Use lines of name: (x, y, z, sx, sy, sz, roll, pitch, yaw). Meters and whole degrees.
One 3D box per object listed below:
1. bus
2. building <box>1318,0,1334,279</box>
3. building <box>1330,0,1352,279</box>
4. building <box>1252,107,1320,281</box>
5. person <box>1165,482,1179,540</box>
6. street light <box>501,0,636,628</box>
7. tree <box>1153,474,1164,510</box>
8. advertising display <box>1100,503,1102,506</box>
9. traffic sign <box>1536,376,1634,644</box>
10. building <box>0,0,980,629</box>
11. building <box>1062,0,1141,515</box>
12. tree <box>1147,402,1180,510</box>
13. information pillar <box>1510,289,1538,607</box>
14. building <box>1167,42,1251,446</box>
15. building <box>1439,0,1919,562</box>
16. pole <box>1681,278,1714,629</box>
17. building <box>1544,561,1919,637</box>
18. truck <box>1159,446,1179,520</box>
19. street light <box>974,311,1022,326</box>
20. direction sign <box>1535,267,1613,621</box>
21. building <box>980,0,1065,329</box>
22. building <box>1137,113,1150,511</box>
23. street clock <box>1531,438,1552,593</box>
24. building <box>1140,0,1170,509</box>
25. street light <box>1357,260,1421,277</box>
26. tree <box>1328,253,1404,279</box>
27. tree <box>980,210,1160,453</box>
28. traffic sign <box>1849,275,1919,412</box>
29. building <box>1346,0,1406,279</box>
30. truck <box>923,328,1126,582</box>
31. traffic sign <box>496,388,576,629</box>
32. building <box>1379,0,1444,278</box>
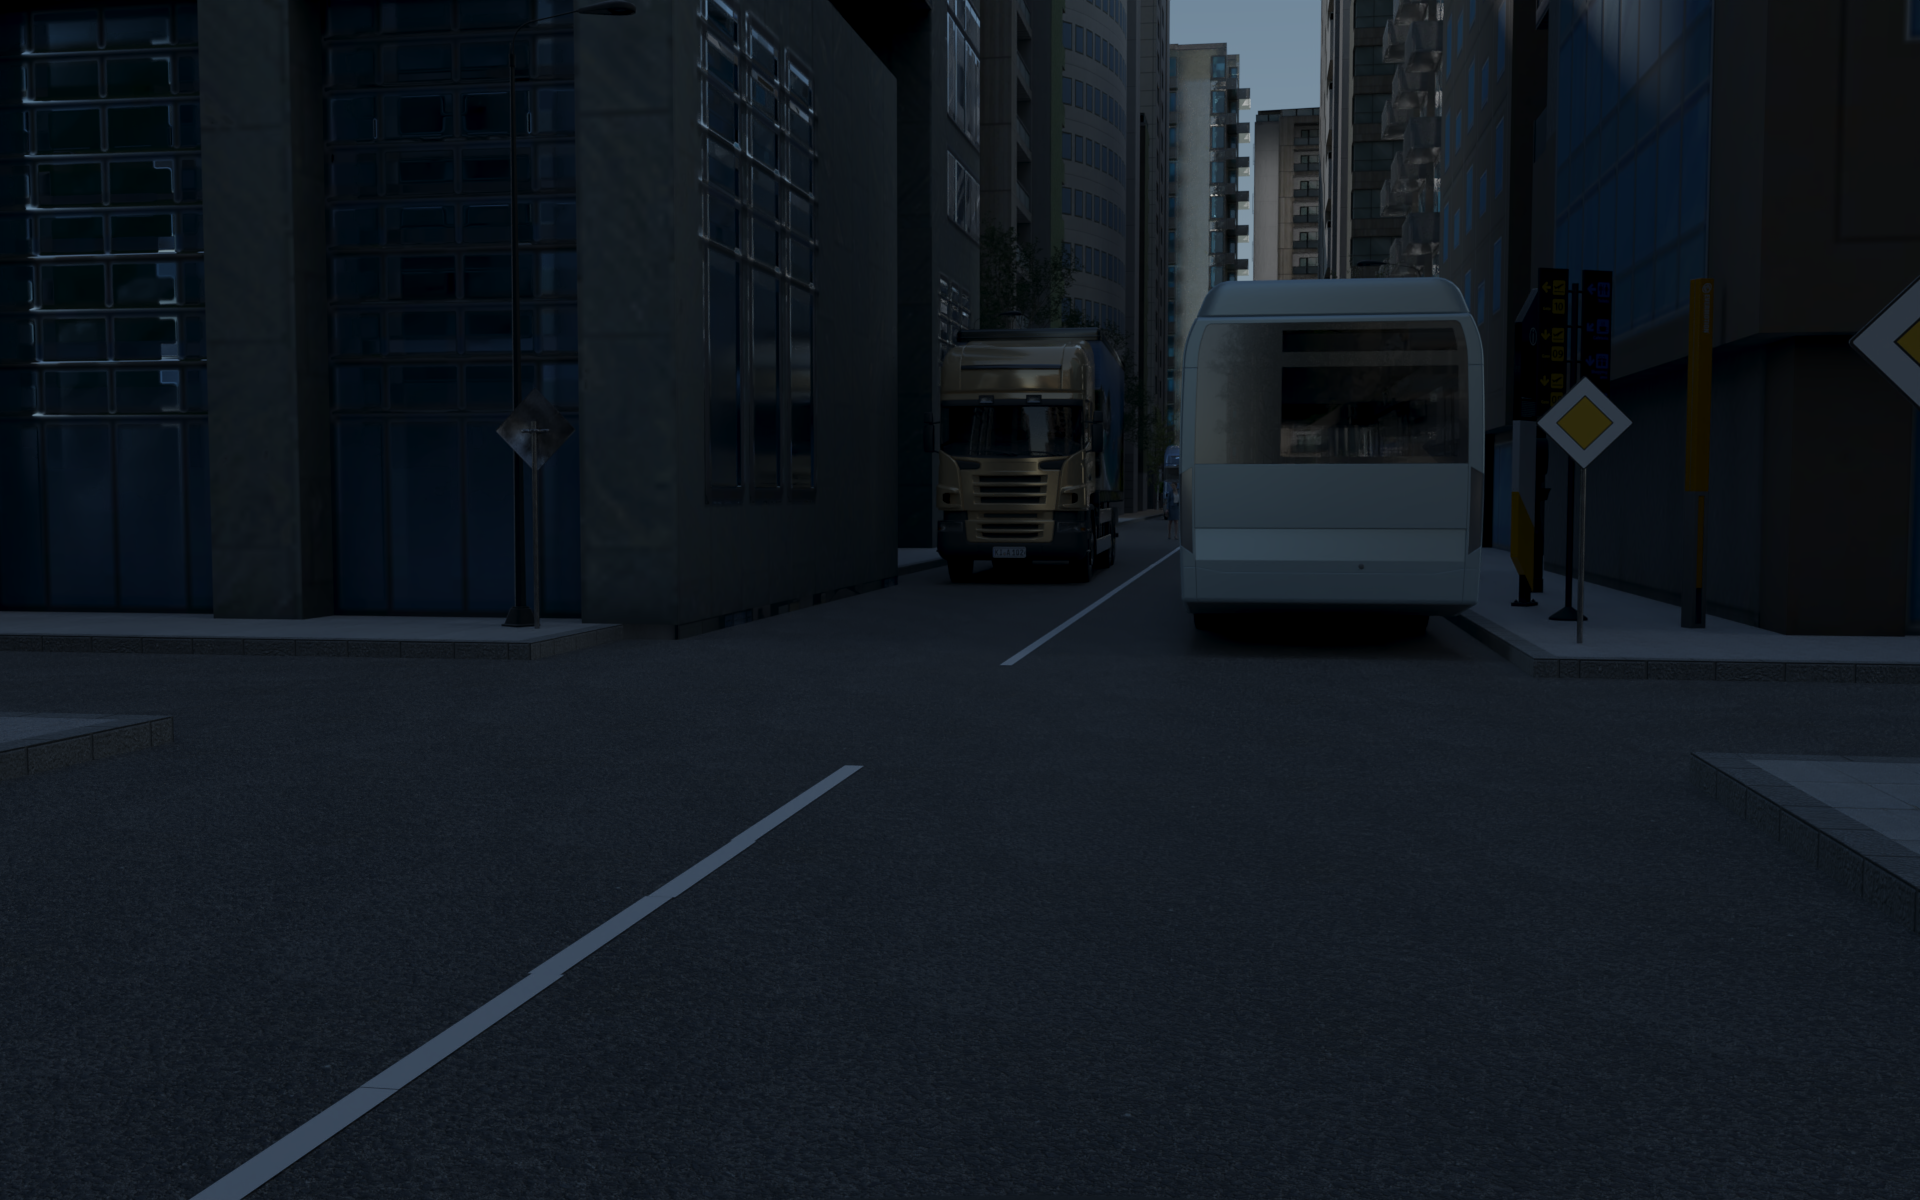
bus: (4.184, -1.622, 21.382, 2.948, 3.499, 13.247, 1, 4, 9)
building: (44.192, -34.019, 145.451, 28.713, 52.752, 27.495, 1, 4, 10)
building: (36.214, -35.254, 118.395, 21.231, 58.520, 28.212, 1, 4, 10)
building: (37.006, -30.215, 177.614, 14.086, 41.232, 14.154, 1, 4, 10)
person: (6.764, -2.826, 54.734, 0.581, 1.822, 0.654, 0, 4, -1)
street light: (-3.733, -2.691, 16.546, 1.470, 5.913, 1.316, 1, 4, 10)
tree: (16.329, -8.960, 141.099, 1.663, 3.219, 1.824, 0, 3, 0)
advertising display: (6.283, -4.383, 76.883, 0.123, 1.923, 0.974, 1, 4, 10)
traffic sign: (5.322, -0.684, 14.823, 0.795, 2.450, 0.064, 1, 4, 10)
building: (-11.126, -43.965, 31.500, 22.319, 86.520, 31.000, 1, 4, 10)
building: (-0.508, -34.458, 105.384, 21.231, 58.520, 28.212, 1, 4, 10)
tree: (15.549, -11.416, 137.010, 4.737, 8.622, 4.395, 0, 3, 0)
information pillar: (6.422, -1.733, 19.690, 0.183, 3.616, 0.504, 3, 5, 40)
building: (15.620, -34.659, 186.290, 30.456, 49.044, 23.786, 1, 4, 10)
building: (19.263, -23.868, 40.360, 14.600, 45.320, 14.200, 1, 4, 10)
pole: (7.032, -1.386, 16.510, 0.158, 3.312, 0.155, 0, 3, 0)
building: (15.215, -22.601, 19.643, 14.200, 45.320, 14.600, 1, 4, 10)
truck: (13.442, -6.897, 102.517, 2.967, 4.110, 18.799, 0, 4, 8)
street light: (0.881, -4.380, 44.161, 1.470, 5.913, 1.316, 1, 4, 10)
direction sign: (6.197, -1.562, 17.540, 0.876, 3.537, 0.379, -1, 4, -19)
building: (-3.389, -23.739, 71.733, 14.154, 41.232, 14.086, 1, 4, 10)
building: (6.309, -21.716, 126.755, 14.160, 30.474, 14.107, 1, 4, 10)
street clock: (7.494, -1.097, 22.511, 0.358, 2.002, 0.471, 1, 4, 13)
building: (7.981, -43.860, 155.356, 20.611, 71.187, 20.563, 1, 4, 10)
street light: (8.564, -3.785, 34.432, 1.470, 5.913, 1.316, 1, 4, 10)
tree: (12.868, -6.287, 53.149, 4.360, 8.622, 3.978, 0, 3, 0)
tree: (1.566, -7.542, 57.720, 7.601, 10.594, 8.767, -1, 4, -13)
traffic sign: (3.962, -0.203, 6.954, 0.795, 2.450, 0.064, 1, 4, 10)
building: (29.120, -19.998, 98.669, 14.160, 30.474, 14.107, 1, 4, 10)
truck: (1.486, -2.613, 31.636, 2.839, 4.237, 11.283, 1, 4, 8)
traffic sign: (-4.030, -0.784, 16.454, 0.795, 2.450, 0.064, 1, 4, 10)
building: (28.912, -27.504, 69.303, 23.786, 49.044, 30.456, 1, 4, 10)
